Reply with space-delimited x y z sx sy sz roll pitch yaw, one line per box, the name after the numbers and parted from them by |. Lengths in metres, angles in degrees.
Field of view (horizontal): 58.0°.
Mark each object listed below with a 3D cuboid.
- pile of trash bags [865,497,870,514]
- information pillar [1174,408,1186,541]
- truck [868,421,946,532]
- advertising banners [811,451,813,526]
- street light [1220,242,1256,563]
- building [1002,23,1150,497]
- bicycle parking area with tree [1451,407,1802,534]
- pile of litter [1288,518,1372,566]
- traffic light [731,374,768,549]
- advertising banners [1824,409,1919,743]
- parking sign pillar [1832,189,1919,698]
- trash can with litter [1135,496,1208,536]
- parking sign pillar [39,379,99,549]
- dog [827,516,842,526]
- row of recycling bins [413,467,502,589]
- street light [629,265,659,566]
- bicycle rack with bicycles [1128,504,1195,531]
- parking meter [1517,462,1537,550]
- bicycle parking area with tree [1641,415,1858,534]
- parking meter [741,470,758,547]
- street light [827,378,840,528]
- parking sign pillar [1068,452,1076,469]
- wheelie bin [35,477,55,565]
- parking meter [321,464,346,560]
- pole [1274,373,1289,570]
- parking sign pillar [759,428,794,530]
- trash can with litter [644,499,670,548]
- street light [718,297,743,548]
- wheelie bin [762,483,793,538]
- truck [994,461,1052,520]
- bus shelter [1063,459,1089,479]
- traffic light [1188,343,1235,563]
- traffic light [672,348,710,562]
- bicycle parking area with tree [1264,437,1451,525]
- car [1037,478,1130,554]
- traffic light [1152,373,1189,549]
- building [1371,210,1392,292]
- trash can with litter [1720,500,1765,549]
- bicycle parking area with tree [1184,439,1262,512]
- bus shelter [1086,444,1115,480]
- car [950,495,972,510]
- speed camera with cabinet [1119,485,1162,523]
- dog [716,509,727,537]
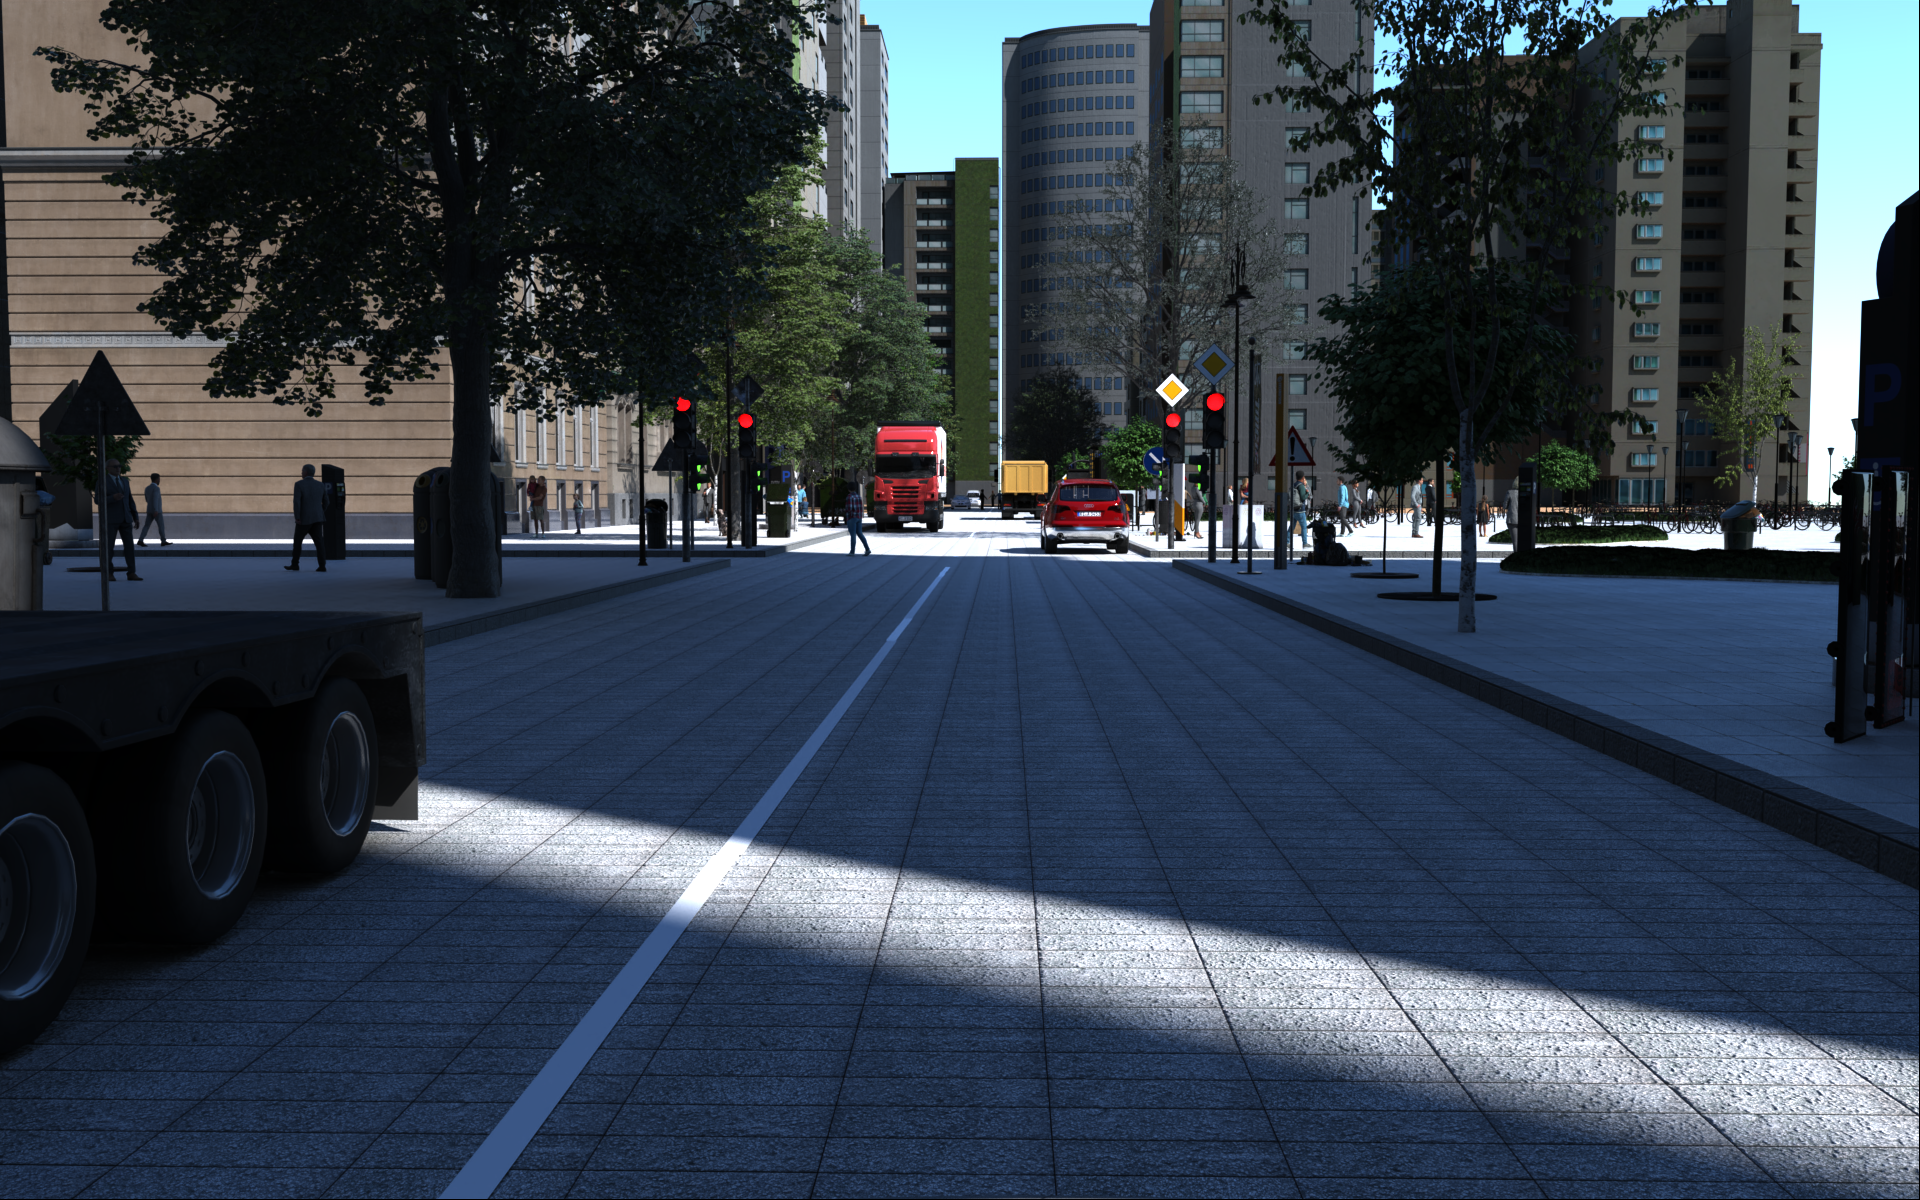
-5.027 -6.061 108.851 1.912 1.369 3.447 1 4 23 | pile of trash bags
5.907 -3.410 47.116 0.504 3.616 0.183 3 5 42 | information pillar
-1.912 -4.870 68.535 2.839 4.237 11.283 0 4 1 | truck
-5.970 -4.504 69.828 0.090 3.025 2.074 0 4 -5 | advertising banners
5.108 -3.621 31.991 0.468 5.910 1.993 0 4 1 | street light
19.334 -41.237 216.223 28.212 58.520 21.231 0 4 1 | building
21.744 -4.327 57.746 8.231 4.147 9.016 0 4 2 | bicycle parking area with tree
6.727 -1.067 31.403 1.176 0.858 1.719 -1 4 -23 | pile of litter
-4.949 -3.160 40.579 0.839 4.253 0.868 0 4 1 | traffic light
5.150 -0.816 9.526 0.090 3.025 2.074 3 5 42 | advertising banners
6.530 -1.393 11.249 1.447 3.967 1.447 -1 4 -14 | parking sign pillar
6.637 -2.597 53.524 2.233 1.210 1.678 1 4 18 | trash can with litter
-21.296 -3.228 41.246 1.447 3.967 1.447 2 4 28 | parking sign pillar
-5.092 -3.160 69.395 0.748 0.427 0.550 0 4 -7 | dog
-7.255 -1.098 25.059 1.069 1.692 3.534 -1 4 -23 | row of recycling bins
-5.691 -3.553 30.887 0.468 5.910 1.993 0 4 1 | street light
6.906 -2.887 60.592 2.852 0.926 2.925 0 4 -1 | bicycle rack with bicycles
10.402 -1.595 31.782 0.255 1.863 0.399 2 4 31 | parking meter
31.824 -4.713 64.063 8.231 4.147 9.016 -1 4 -20 | bicycle parking area with tree
-5.151 -2.244 42.393 0.399 1.863 0.255 -1 4 -17 | parking meter
-4.822 -5.682 65.682 0.468 5.910 1.993 0 4 1 | street light
7.183 -7.481 110.783 1.447 3.967 1.447 0 4 -1 | parking sign pillar
-16.758 -1.420 31.124 0.980 1.594 0.693 0 4 -4 | wheelie bin
-12.208 -1.717 33.779 0.399 1.863 0.255 2 4 24 | parking meter
5.456 -2.174 29.396 0.158 3.312 0.155 0 3 0 | pole
-6.626 -4.565 63.116 1.447 3.967 1.447 -2 4 -33 | parking sign pillar
-7.189 -1.805 40.905 0.624 1.170 1.055 0 4 -5 | trash can with litter
-5.455 -4.162 40.836 0.468 5.910 1.993 0 4 1 | street light
-5.346 -2.638 51.044 0.980 1.594 0.693 1 4 9 | wheelie bin
3.652 -6.324 99.328 3.469 3.379 9.791 0 4 2 | truck
7.272 -6.743 104.179 2.014 3.302 5.546 0 4 1 | bus shelter
4.709 -2.657 32.365 0.839 4.253 0.868 0 4 1 | traffic light
-5.150 -2.671 32.597 0.839 4.253 0.868 0 4 1 | traffic light
18.968 -5.388 75.094 9.016 4.147 8.231 2 4 29 | bicycle parking area with tree
3.073 -2.114 43.239 2.281 1.827 5.304 0 4 1 | car
4.910 -3.145 40.348 0.839 4.253 0.868 0 4 1 | traffic light
46.328 -32.470 222.771 23.993 40.220 32.217 0 4 1 | building
13.722 -1.193 30.887 1.055 1.170 0.624 -1 4 -16 | trash can with litter
15.945 -6.251 89.198 9.016 4.147 8.231 -3 4 -36 | bicycle parking area with tree
7.160 -5.716 84.732 1.731 3.624 6.357 0 4 1 | bus shelter
0.086 -9.172 162.321 2.083 1.381 4.827 0 4 0 | car
8.069 -5.111 77.907 2.038 3.252 0.660 1 4 9 | speed camera with cabinet
-7.211 -2.337 52.597 0.513 0.831 0.800 0 4 1 | dog
